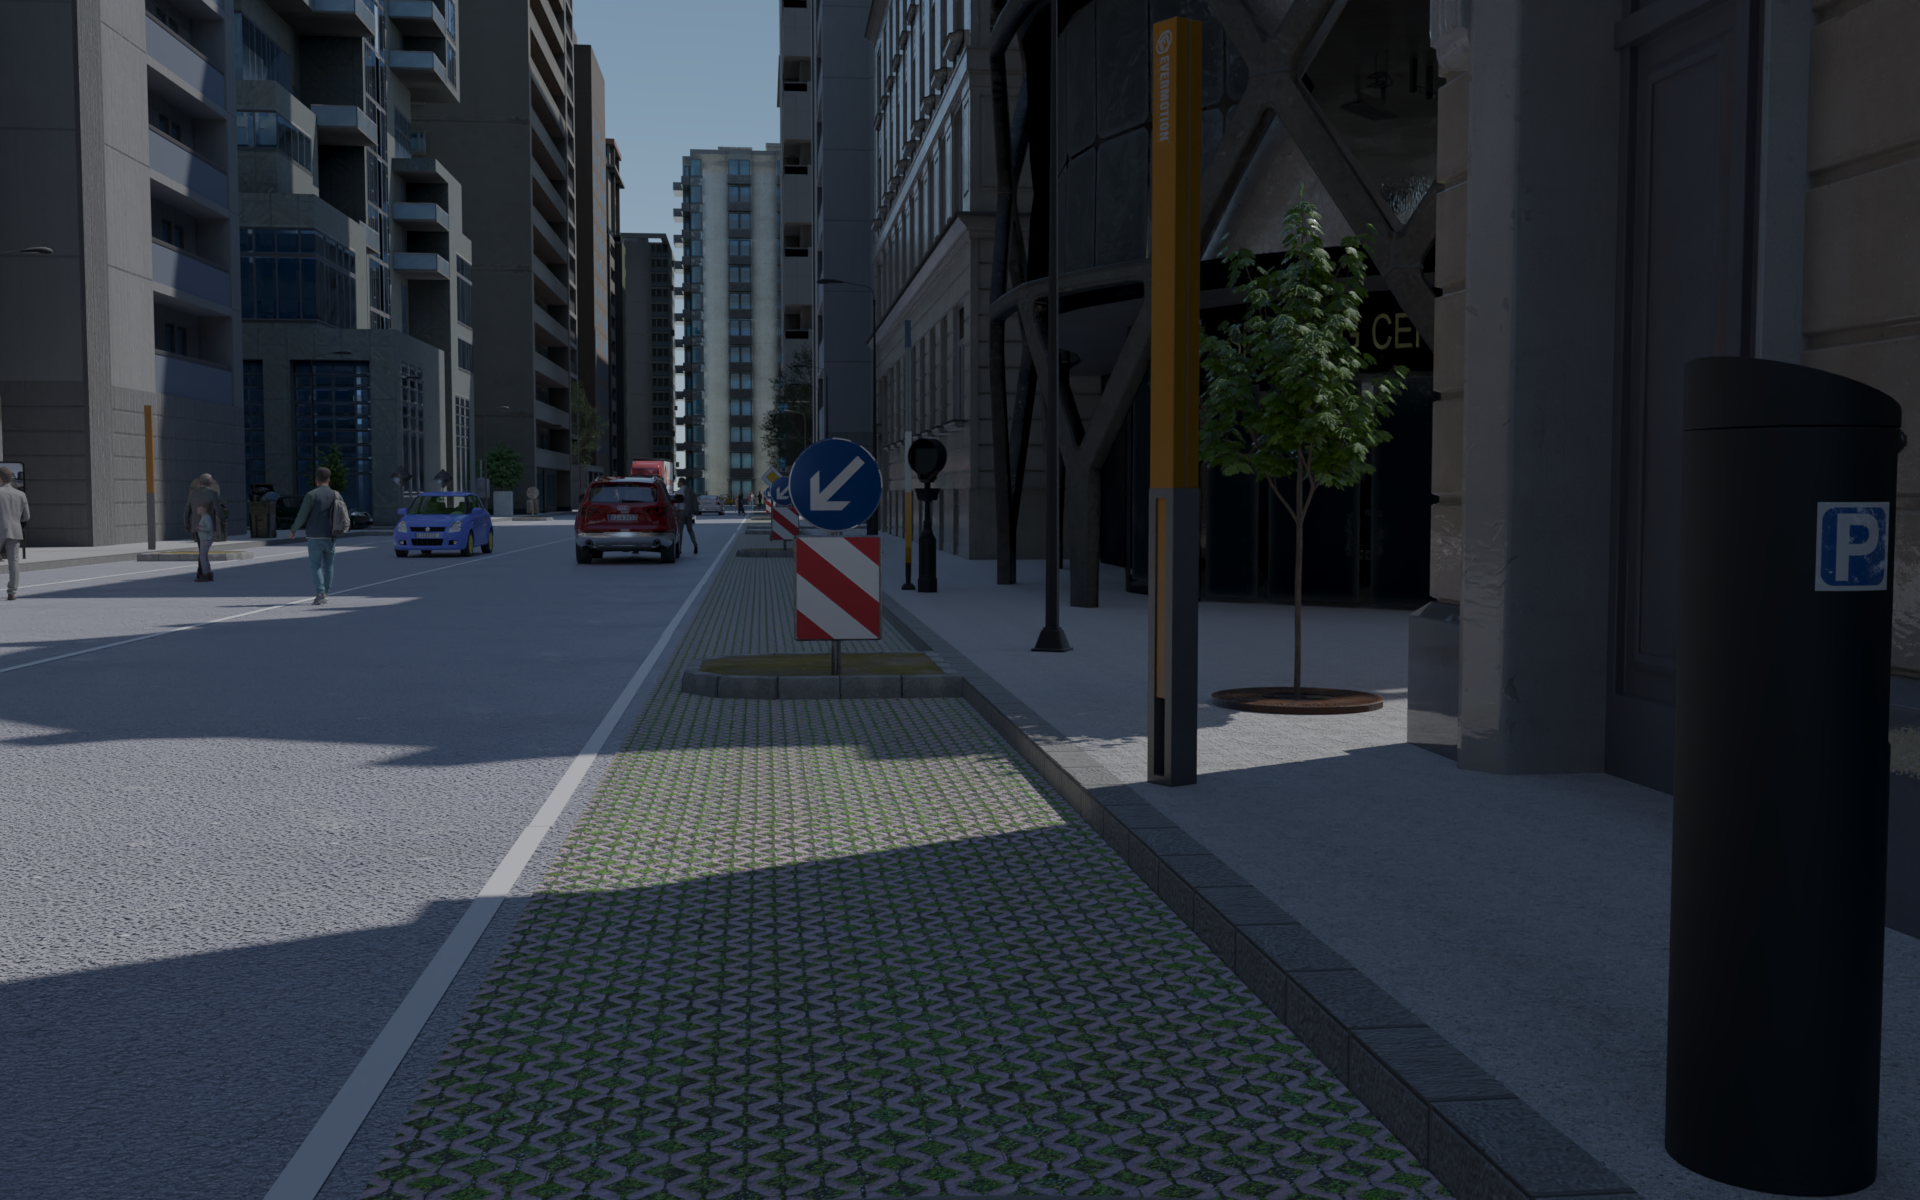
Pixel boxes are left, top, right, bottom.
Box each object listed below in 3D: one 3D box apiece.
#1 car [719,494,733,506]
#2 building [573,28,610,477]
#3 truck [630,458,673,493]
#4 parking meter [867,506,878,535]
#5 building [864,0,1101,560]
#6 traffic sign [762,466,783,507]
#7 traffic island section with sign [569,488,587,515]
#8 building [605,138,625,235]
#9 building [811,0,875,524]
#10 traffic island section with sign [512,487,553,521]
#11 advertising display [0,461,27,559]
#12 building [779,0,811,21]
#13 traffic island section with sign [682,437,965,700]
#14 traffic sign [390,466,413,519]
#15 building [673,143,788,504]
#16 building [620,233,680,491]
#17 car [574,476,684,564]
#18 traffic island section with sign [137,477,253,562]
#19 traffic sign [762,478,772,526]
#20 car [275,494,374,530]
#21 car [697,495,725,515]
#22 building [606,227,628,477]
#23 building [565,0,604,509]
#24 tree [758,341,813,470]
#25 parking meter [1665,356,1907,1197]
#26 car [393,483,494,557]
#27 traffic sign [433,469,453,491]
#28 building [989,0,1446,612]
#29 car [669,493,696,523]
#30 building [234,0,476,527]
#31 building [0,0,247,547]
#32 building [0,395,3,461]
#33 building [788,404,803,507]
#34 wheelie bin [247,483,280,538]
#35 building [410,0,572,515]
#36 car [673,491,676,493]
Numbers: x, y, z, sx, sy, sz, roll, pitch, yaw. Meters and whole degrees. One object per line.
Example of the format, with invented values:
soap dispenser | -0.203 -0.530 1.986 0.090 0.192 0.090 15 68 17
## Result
car | -29.000 -12.457 213.887 2.015 1.641 3.980 0 4 -6
building | -42.218 -31.781 169.730 14.600 45.320 14.200 0 4 -7
truck | -24.600 -9.124 138.088 2.839 4.237 11.283 0 4 -5
parking meter | -2.375 -2.522 46.938 0.255 1.863 0.399 1 4 9
building | 5.772 -13.131 47.982 16.112 22.955 30.059 0 4 -7
traffic sign | -6.707 -3.568 61.980 0.795 2.450 0.064 0 4 -7
traffic island section with sign | -26.056 -6.831 120.315 1.989 1.847 2.006 0 4 -7
building | -53.067 -33.675 205.202 28.867 44.769 22.147 0 4 -7
building | 7.555 -32.848 79.064 28.212 58.520 21.231 0 4 -7
traffic island section with sign | -22.933 -5.161 93.012 1.989 1.847 2.006 0 4 -7
advertising display | -18.848 -1.756 33.932 0.974 1.923 0.123 -2 4 -35
building | 0.496 -32.846 126.273 28.713 52.752 27.495 0 4 -7
traffic island section with sign | -1.062 -0.264 12.946 1.989 1.847 2.006 0 4 -7
traffic sign | -19.520 -3.480 60.539 0.795 2.450 0.064 0 4 -7
building | -23.816 -37.890 239.115 30.456 49.044 23.786 0 4 -7
building | -51.679 -33.544 240.332 23.993 40.220 32.217 0 4 -7
car | -7.100 -1.750 37.278 2.281 1.827 5.304 0 4 -7
traffic island section with sign | -16.604 -1.784 37.792 1.989 1.847 2.006 0 4 -7
traffic sign | -7.616 -4.053 69.914 0.795 2.450 0.064 0 4 -7
car | -23.805 -3.297 63.698 4.222 1.686 2.009 0 4 -7
car | -17.037 -6.454 117.887 2.083 1.381 4.827 0 4 -5
building | -43.214 -25.266 184.795 14.160 30.474 14.107 0 4 -7
building | -42.352 -43.620 151.439 20.563 71.187 20.611 0 4 -7
tree | -9.155 -10.531 106.590 7.601 10.594 8.767 -3 5 -42
parking meter | 1.560 0.313 3.296 0.372 1.533 0.369 0 3 0
car | -12.070 -1.894 40.550 1.945 1.707 3.694 0 4 -5
traffic sign | -20.429 -3.965 68.473 0.795 2.450 0.064 0 4 -7
building | 8.686 -9.574 23.992 16.820 18.784 16.811 0 4 -7
car | -13.693 -4.540 83.269 2.155 1.783 4.494 0 4 -5
building | -34.887 -46.901 79.508 22.319 86.520 31.000 0 4 -7
building | -36.000 -30.891 47.075 28.212 58.520 21.231 0 4 -7
building | -26.997 -15.751 29.233 14.160 30.474 14.107 0 4 -7
building | -5.873 -33.254 167.402 21.300 48.544 21.600 0 4 -7
wheelie bin | -20.249 -2.593 50.308 0.980 1.594 0.693 0 4 -4
building | -38.009 -30.035 114.770 21.300 48.544 21.600 0 4 -7
car | -33.084 -11.864 202.649 2.281 1.827 5.304 0 4 -6
